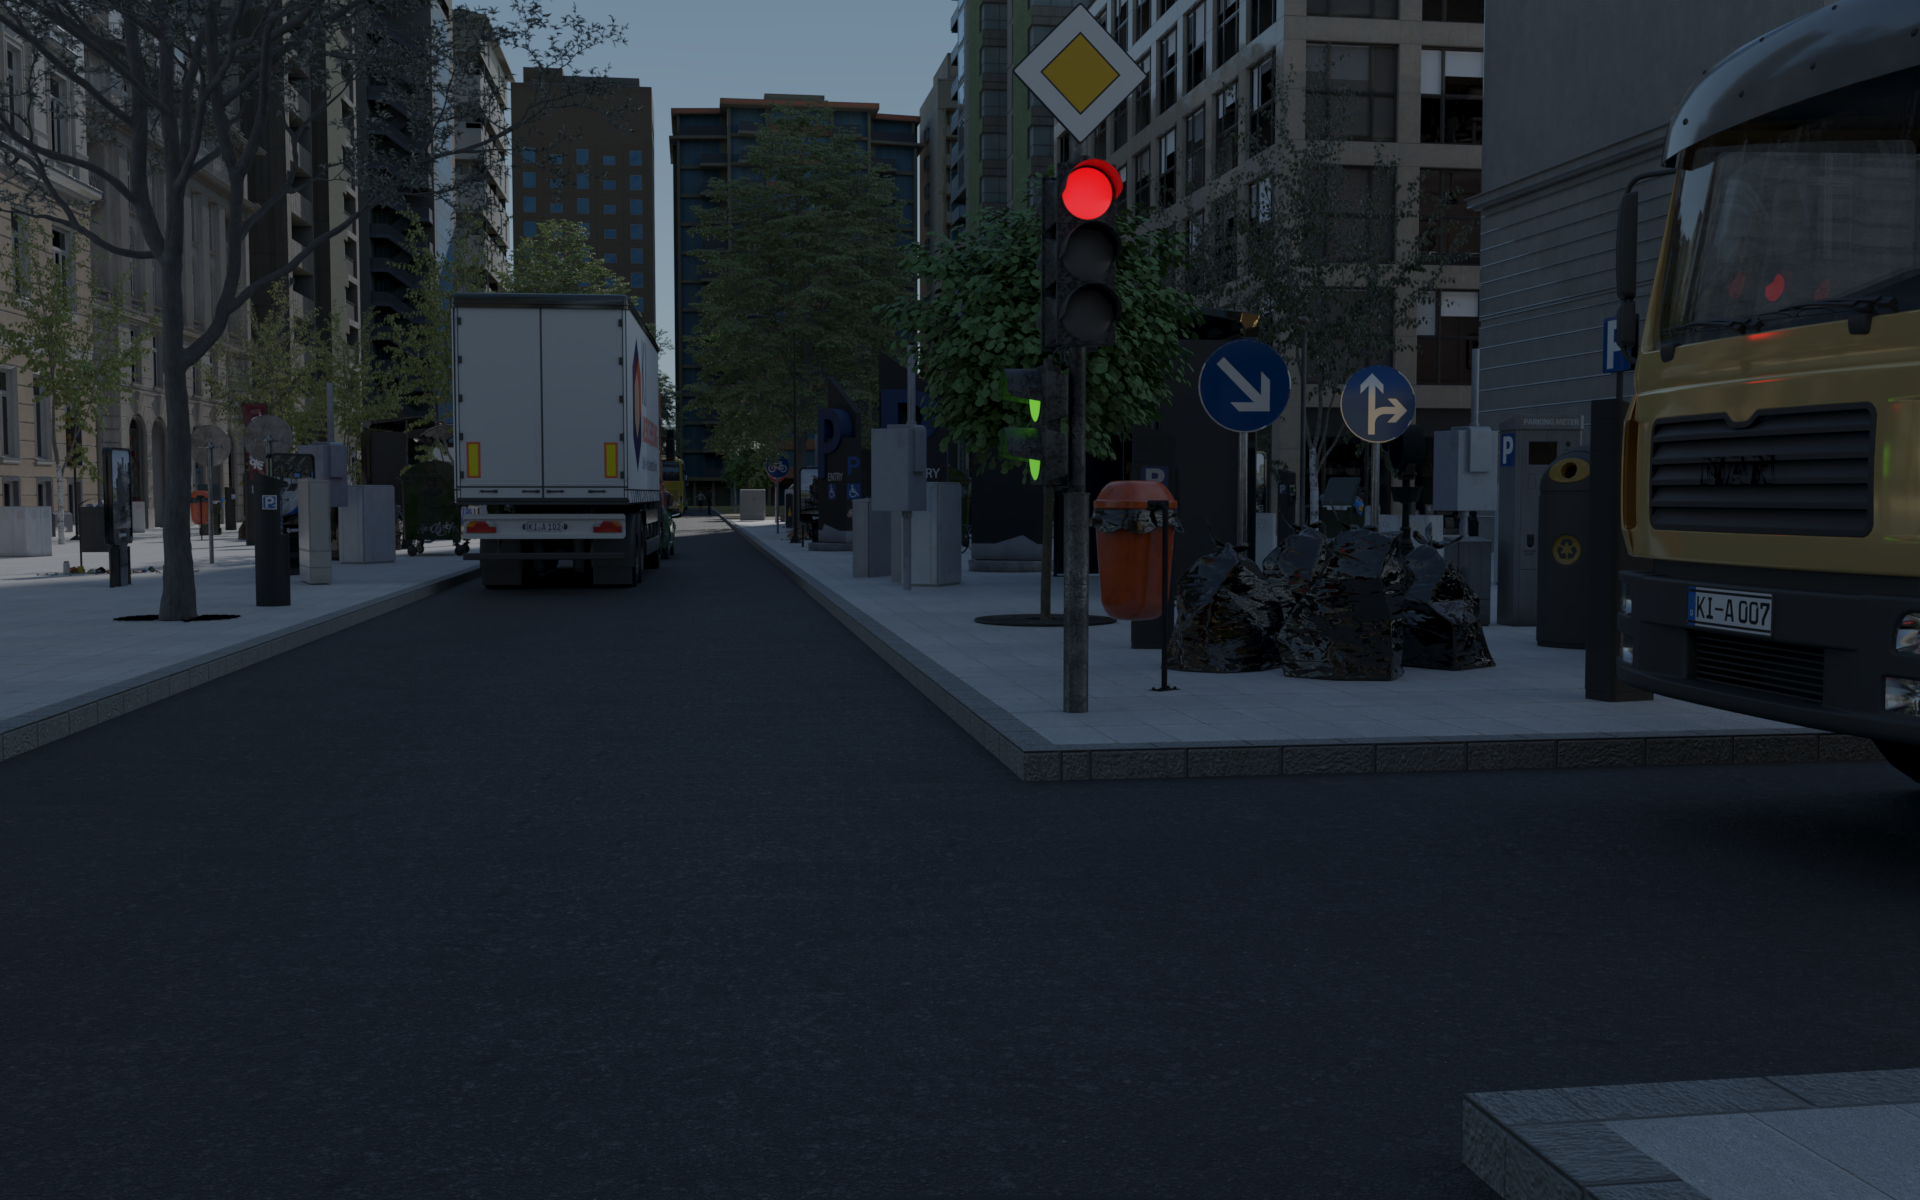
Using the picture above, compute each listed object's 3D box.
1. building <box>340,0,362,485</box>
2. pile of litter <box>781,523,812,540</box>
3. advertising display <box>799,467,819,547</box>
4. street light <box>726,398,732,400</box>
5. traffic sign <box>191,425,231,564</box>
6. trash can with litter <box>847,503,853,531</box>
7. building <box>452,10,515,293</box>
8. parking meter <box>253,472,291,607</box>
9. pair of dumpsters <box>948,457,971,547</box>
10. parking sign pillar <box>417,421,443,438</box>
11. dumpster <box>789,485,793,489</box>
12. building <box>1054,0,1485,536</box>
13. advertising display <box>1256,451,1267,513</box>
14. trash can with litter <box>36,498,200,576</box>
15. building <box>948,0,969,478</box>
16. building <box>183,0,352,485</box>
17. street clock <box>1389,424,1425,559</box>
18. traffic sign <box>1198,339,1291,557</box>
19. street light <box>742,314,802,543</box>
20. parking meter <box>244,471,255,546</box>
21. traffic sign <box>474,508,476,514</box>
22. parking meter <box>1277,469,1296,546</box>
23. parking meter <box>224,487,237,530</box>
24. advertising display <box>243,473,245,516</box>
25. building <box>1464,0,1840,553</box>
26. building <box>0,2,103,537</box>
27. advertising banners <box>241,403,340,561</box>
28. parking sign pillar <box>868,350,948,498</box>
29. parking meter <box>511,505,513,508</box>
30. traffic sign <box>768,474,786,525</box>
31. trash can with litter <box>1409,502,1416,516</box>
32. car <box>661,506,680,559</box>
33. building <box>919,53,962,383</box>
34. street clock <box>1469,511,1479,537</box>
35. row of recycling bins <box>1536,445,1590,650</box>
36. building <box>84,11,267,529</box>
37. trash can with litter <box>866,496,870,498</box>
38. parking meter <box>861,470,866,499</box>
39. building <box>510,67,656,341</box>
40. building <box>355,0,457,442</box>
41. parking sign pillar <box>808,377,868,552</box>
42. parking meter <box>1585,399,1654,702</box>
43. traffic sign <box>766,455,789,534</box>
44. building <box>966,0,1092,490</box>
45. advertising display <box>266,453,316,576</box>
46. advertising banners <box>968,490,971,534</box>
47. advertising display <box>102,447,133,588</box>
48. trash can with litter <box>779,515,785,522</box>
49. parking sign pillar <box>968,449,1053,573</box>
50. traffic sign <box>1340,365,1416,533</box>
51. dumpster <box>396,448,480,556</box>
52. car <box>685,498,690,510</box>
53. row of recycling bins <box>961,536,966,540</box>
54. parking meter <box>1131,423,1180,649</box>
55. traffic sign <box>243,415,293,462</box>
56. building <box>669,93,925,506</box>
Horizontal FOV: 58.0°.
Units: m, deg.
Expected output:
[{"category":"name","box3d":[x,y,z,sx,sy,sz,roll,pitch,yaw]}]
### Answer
[{"category":"building","box3d":[-45.157,-40.624,102.461,20.563,71.187,20.611,-1,4,-9]},{"category":"pile of litter","box3d":[-4.331,-2.122,48.654,1.719,0.858,1.176,-3,4,-36]},{"category":"advertising display","box3d":[-3.379,-2.229,41.663,0.974,1.923,0.123,1,4,10]},{"category":"street light","box3d":[-10.870,-6.804,83.789,1.470,5.913,1.316,-1,4,-9]},{"category":"traffic sign","box3d":[-13.793,-1.942,31.853,0.768,2.556,0.104,0,4,-4]},{"category":"trash can with litter","box3d":[-2.139,-1.596,37.485,0.624,1.170,1.055,0,4,-5]},{"category":"building","box3d":[-61.576,-36.703,189.327,27.495,52.752,28.713,-1,4,-9]},{"category":"parking meter","box3d":[-7.889,-0.700,19.858,0.372,1.533,0.369,0,3,0]},{"category":"pair of dumpsters","box3d":[-0.694,-2.524,43.763,1.574,2.255,4.437,-1,4,-9]},{"category":"parking sign pillar","box3d":[-19.623,-4.600,63.688,1.447,3.967,1.447,-1,4,-10]},{"category":"dumpster","box3d":[-7.541,-4.692,82.474,1.264,1.857,1.865,-1,4,-9]},{"category":"building","box3d":[16.724,-16.289,70.835,19.350,26.468,34.151,-1,4,-9]},{"category":"advertising display","box3d":[4.147,-1.256,25.745,0.974,1.923,0.123,-2,4,-32]},{"category":"trash can with litter","box3d":[-13.538,-1.034,27.962,2.233,1.210,1.678,-1,4,-12]},{"category":"building","box3d":[7.599,-50.121,132.153,22.319,86.520,31.000,-1,4,-9]},{"category":"building","box3d":[-39.447,-19.287,87.049,14.160,30.474,14.107,-1,4,-9]},{"category":"street clock","box3d":[4.639,-0.823,18.030,0.358,2.002,0.471,0,4,-4]},{"category":"traffic sign","box3d":[2.338,-0.870,14.327,0.768,2.556,0.104,0,4,-2]},{"category":"street light","box3d":[-4.822,-4.426,44.913,1.470,5.913,1.316,-1,4,-9]},{"category":"parking meter","box3d":[-17.602,-2.293,43.203,0.399,1.863,0.255,-3,5,-41]},{"category":"traffic sign","box3d":[-13.703,-2.917,48.885,0.795,2.450,0.064,0,4,-8]},{"category":"parking meter","box3d":[7.560,-2.102,40.078,0.255,1.863,0.399,-2,4,-35]},{"category":"parking meter","box3d":[-25.863,-3.241,61.403,0.372,1.533,0.369,0,3,0]},{"category":"advertising display","box3d":[-20.714,-2.818,51.287,0.974,1.923,0.123,0,4,2]},{"category":"building","box3d":[23.840,-11.764,34.138,24.055,21.916,13.314,-1,4,-9]},{"category":"building","box3d":[-32.372,-15.818,44.523,13.634,28.700,20.117,-1,4,-9]},{"category":"advertising banners","box3d":[-12.801,-2.270,33.302,2.074,3.025,0.090,0,4,7]},{"category":"parking sign pillar","box3d":[-0.874,-2.683,32.346,1.447,3.967,1.447,0,4,3]},{"category":"parking meter","box3d":[-17.810,-3.674,68.485,0.372,1.533,0.369,0,3,0]},{"category":"traffic sign","box3d":[-7.555,-4.371,71.564,0.768,2.556,0.104,0,4,-1]},{"category":"trash can with litter","box3d":[13.420,-2.434,50.848,1.678,1.210,2.233,2,4,25]},{"category":"car","box3d":[-7.473,-1.692,39.462,2.131,1.459,4.920,0,4,-7]},{"category":"building","box3d":[6.416,-34.989,195.775,21.600,48.544,21.300,-1,4,-9]},{"category":"street clock","box3d":[10.229,-1.828,34.460,0.471,2.002,0.358,2,4,26]},{"category":"row of recycling bins","box3d":[5.654,-0.379,13.312,1.069,1.692,3.534,-1,4,-13]},{"category":"building","box3d":[-36.321,-13.739,66.430,13.314,21.916,24.055,-1,4,-9]},{"category":"trash can with litter","box3d":[-2.799,-2.583,53.296,1.678,1.210,2.233,-2,4,-28]},{"category":"parking meter","box3d":[-2.413,-2.201,41.702,0.255,1.863,0.399,-1,4,-12]},{"category":"building","box3d":[-39.947,-32.779,186.055,14.200,45.320,14.600,-1,4,-9]},{"category":"building","box3d":[-47.290,-29.604,134.133,14.200,45.320,14.600,-1,4,-9]},{"category":"parking sign pillar","box3d":[-2.729,-3.104,39.230,1.447,3.967,1.447,-2,4,-33]},{"category":"parking meter","box3d":[4.137,-0.310,10.783,0.399,1.863,0.255,-1,4,-21]},{"category":"traffic sign","box3d":[-5.888,-3.414,55.919,0.768,2.556,0.104,0,4,-7]},{"category":"building","box3d":[7.214,-26.103,110.382,14.154,41.232,14.086,-1,4,-9]},{"category":"advertising display","box3d":[-10.534,-1.352,27.318,0.123,1.923,0.974,1,4,20]},{"category":"advertising banners","box3d":[0.883,-3.653,55.915,2.074,3.025,0.090,-2,4,-34]},{"category":"advertising display","box3d":[-11.693,-1.153,24.068,0.123,1.923,0.974,-1,4,-11]},{"category":"trash can with litter","box3d":[-7.949,-4.232,80.585,1.055,1.170,0.624,1,4,13]},{"category":"parking sign pillar","box3d":[0.862,-2.471,28.870,1.447,3.967,1.447,1,4,22]},{"category":"traffic sign","box3d":[4.115,-1.044,17.173,0.768,2.556,0.104,0,4,-6]},{"category":"dumpster","box3d":[-10.959,-2.075,36.426,1.502,2.255,1.985,-1,4,-9]},{"category":"car","box3d":[-25.565,-8.873,156.865,2.131,1.459,4.920,-1,4,-9]},{"category":"row of recycling bins","box3d":[-1.141,-2.591,49.468,1.069,1.692,3.534,-3,5,-41]},{"category":"parking meter","box3d":[1.625,-0.530,14.382,0.399,1.863,0.255,0,4,6]},{"category":"traffic sign","box3d":[-11.123,-1.698,27.874,0.768,2.556,0.104,0,4,-8]},{"category":"building","box3d":[-19.126,-32.904,192.601,28.867,44.769,22.147,-1,4,-9]}]
